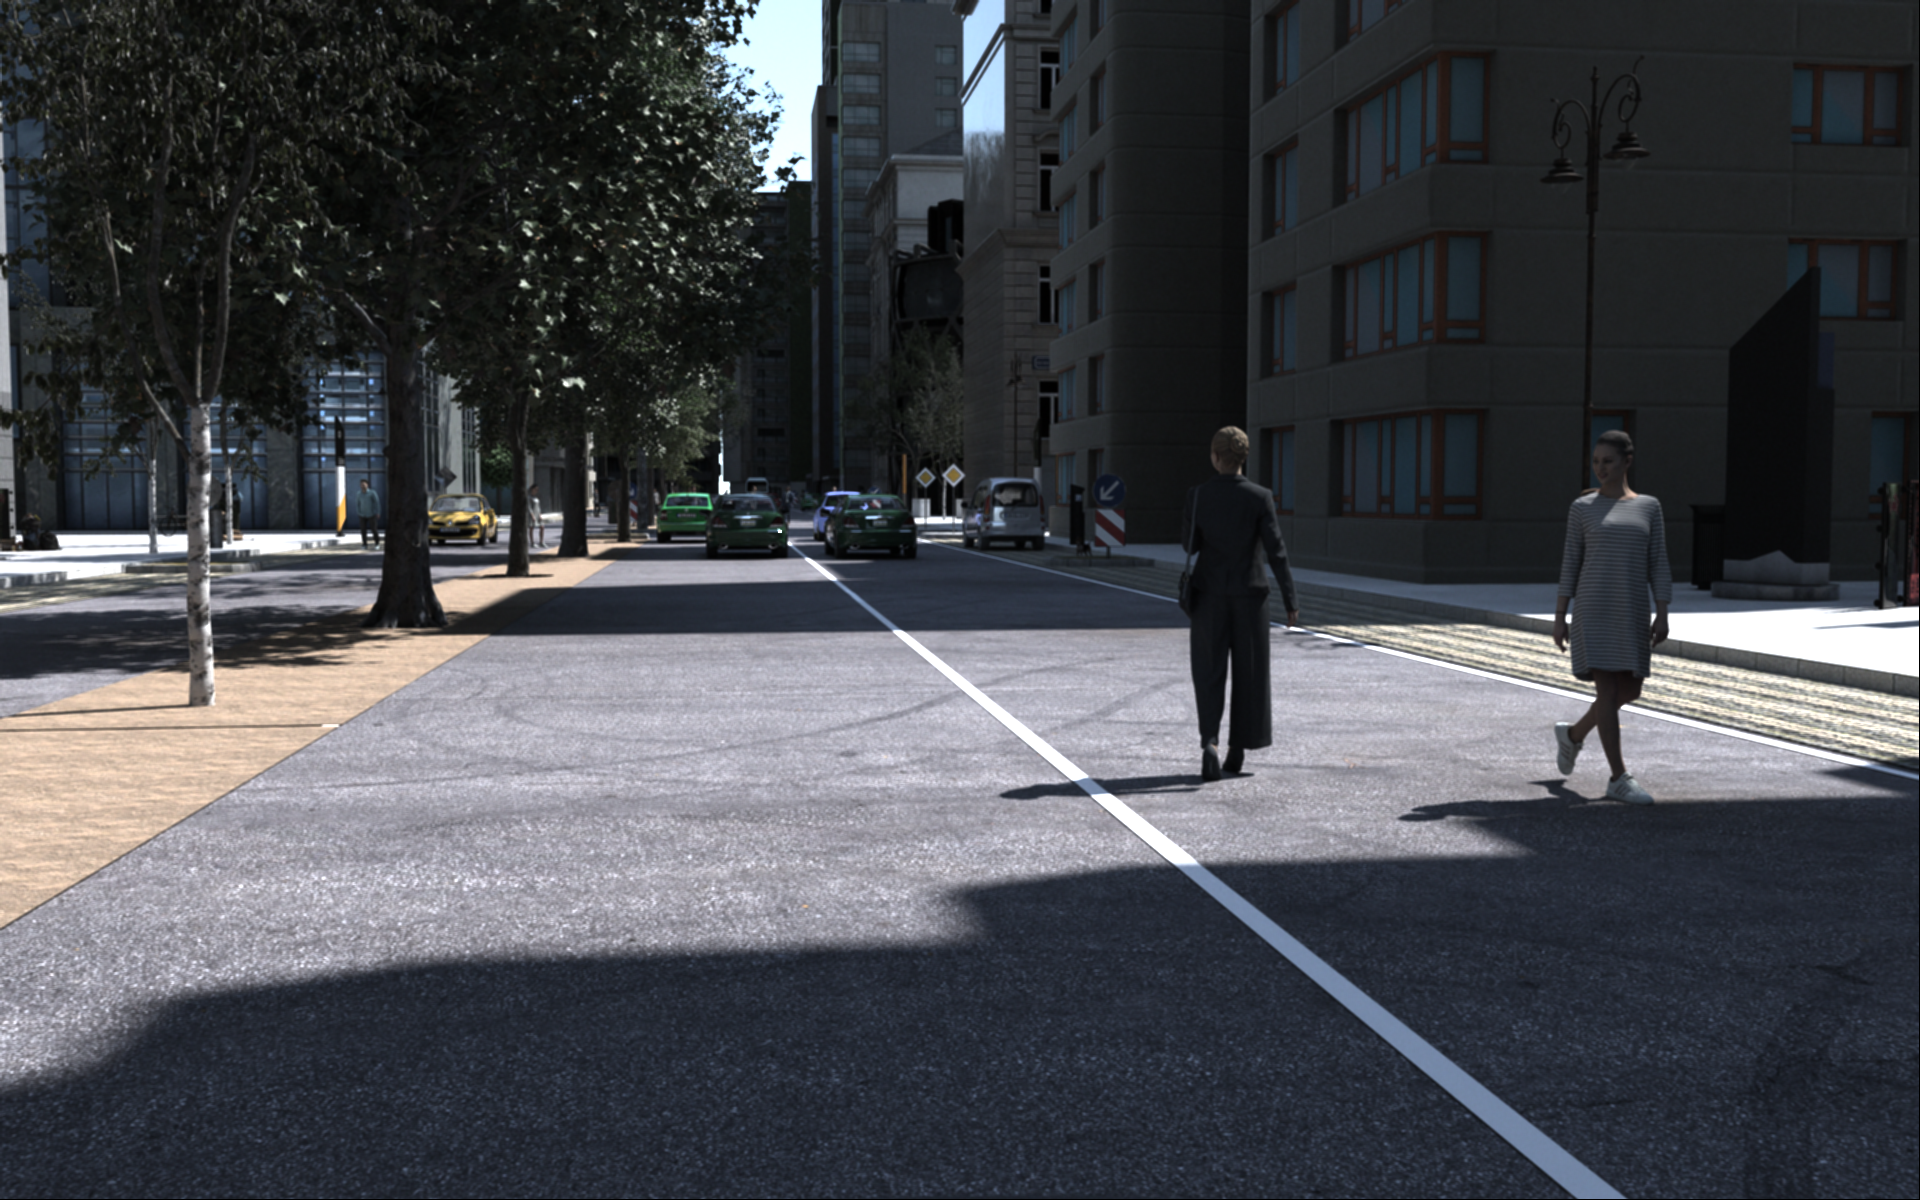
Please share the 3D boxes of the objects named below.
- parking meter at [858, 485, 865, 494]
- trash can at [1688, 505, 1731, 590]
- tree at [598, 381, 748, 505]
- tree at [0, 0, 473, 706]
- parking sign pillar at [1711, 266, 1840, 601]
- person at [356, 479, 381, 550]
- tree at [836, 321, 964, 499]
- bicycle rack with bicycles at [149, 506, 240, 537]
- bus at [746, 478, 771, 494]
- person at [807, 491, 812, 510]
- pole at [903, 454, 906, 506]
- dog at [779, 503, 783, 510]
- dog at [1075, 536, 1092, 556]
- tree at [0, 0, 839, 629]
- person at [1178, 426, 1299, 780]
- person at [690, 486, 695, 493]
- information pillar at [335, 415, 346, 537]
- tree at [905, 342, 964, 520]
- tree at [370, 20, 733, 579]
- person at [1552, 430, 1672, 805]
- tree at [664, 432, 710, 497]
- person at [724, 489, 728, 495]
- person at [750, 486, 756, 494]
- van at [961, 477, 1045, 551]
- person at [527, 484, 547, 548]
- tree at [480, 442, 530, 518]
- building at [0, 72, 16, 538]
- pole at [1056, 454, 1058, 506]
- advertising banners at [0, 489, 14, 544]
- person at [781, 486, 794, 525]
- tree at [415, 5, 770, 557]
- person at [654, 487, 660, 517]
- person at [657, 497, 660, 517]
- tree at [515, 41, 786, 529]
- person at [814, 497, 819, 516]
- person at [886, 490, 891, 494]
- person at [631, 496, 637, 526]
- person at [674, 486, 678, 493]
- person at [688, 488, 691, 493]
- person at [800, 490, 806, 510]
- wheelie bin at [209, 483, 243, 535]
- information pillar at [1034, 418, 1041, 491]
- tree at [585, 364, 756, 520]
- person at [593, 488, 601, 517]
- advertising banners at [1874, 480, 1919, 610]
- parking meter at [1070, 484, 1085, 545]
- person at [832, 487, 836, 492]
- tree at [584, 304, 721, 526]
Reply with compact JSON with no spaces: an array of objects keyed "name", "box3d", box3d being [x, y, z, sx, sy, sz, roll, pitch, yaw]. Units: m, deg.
[{"name":"parking meter","box3d":[-6.552,-6.705,115.336,0.399,1.863,0.255,-1,4,-18]},{"name":"trash can","box3d":[10.144,-0.707,23.206,0.748,1.137,0.748,0,3,0]},{"name":"tree","box3d":[-14.606,-9.066,85.104,8.767,10.594,7.601,0,4,-8]},{"name":"tree","box3d":[-5.159,-3.598,11.654,4.360,8.622,3.978,0,3,0]},{"name":"parking sign pillar","box3d":[10.062,-2.007,21.279,1.447,3.967,1.447,-1,4,-18]},{"name":"person","box3d":[-15.229,-2.210,44.652,0.660,1.820,0.620,0,4,2]},{"name":"tree","box3d":[-2.500,-9.769,94.134,8.767,10.594,7.601,-1,4,-9]},{"name":"bicycle rack with bicycles","box3d":[-22.873,-2.379,52.279,2.852,0.926,2.925,1,4,15]},{"name":"bus","box3d":[-23.951,-12.866,205.223,2.948,3.499,13.247,0,4,-6]},{"name":"person","box3d":[-13.847,-9.088,158.026,0.436,1.711,0.756,-3,4,-38]},{"name":"pole","box3d":[-2.863,-5.816,88.941,0.158,3.312,0.155,0,3,0]},{"name":"dog","box3d":[-13.121,-6.610,124.904,0.800,0.831,0.513,0,4,1]},{"name":"dog","box3d":[2.706,-1.134,37.825,0.406,0.507,0.540,0,4,-2]},{"name":"tree","box3d":[-6.015,-6.060,18.551,9.611,12.733,9.660,0,3,0]},{"name":"person","box3d":[1.393,0.009,8.773,0.576,1.772,0.534,0,4,-6]},{"name":"person","box3d":[-11.287,-3.943,73.243,0.678,1.792,0.850,-2,4,-28]},{"name":"information pillar","box3d":[-18.561,-3.701,51.862,0.183,3.616,0.504,0,4,3]},{"name":"tree","box3d":[-0.784,-8.220,84.754,4.360,8.622,3.978,0,3,0]},{"name":"tree","box3d":[-7.467,-6.184,29.314,9.928,11.665,9.643,0,3,0]},{"name":"person","box3d":[3.078,0.059,8.292,0.466,1.731,0.760,-1,4,-20]},{"name":"tree","box3d":[-18.453,-9.841,113.712,4.737,8.622,4.395,0,3,0]},{"name":"person","box3d":[-19.321,-8.296,144.013,0.599,1.838,0.709,1,4,23]},{"name":"person","box3d":[-9.637,-4.439,81.180,0.767,1.812,0.694,1,4,17]},{"name":"van","box3d":[1.102,-2.325,45.030,2.013,2.044,4.112,0,4,-8]},{"name":"person","box3d":[-11.379,-2.251,46.304,0.522,1.701,0.512,1,4,20]},{"name":"tree","box3d":[-25.061,-6.733,93.799,4.285,4.588,4.351,0,3,0]},{"name":"building","box3d":[-38.818,-30.384,38.781,28.212,58.520,21.231,0,4,-8]},{"name":"pole","box3d":[3.661,-4.307,64.255,0.158,3.312,0.155,0,3,0]},{"name":"advertising banners","box3d":[-23.434,-2.751,41.163,2.074,3.025,0.090,1,4,13]},{"name":"person","box3d":[-8.143,-4.451,81.464,0.721,1.800,0.419,1,4,12]},{"name":"tree","box3d":[-8.830,-7.952,39.123,9.857,13.997,8.962,0,3,0]},{"name":"person","box3d":[-18.884,-6.031,106.960,0.661,1.843,0.795,-2,4,-27]},{"name":"person","box3d":[-18.840,-5.829,108.476,0.373,1.253,0.362,0,4,-5]},{"name":"tree","box3d":[-13.590,-12.762,67.005,12.611,20.169,13.585,0,3,0]},{"name":"person","box3d":[-9.383,-6.105,112.997,0.332,1.250,0.352,0,4,5]},{"name":"person","box3d":[-2.908,-3.643,69.871,0.330,1.601,0.589,-1,4,-16]},{"name":"person","box3d":[-14.606,-4.251,78.102,0.616,1.811,0.778,-2,4,-32]},{"name":"person","box3d":[-10.778,-3.392,64.638,0.598,1.740,0.731,1,4,22]},{"name":"person","box3d":[-15.577,-5.565,99.827,0.374,1.781,0.599,2,4,28]},{"name":"person","box3d":[-14.173,-9.068,156.758,0.705,1.824,1.348,2,4,23]},{"name":"wheelie bin","box3d":[-20.825,-2.525,49.194,0.693,1.594,0.980,3,5,42]},{"name":"information pillar","box3d":[2.393,-3.793,53.373,0.183,3.616,0.504,-1,4,-15]},{"name":"tree","box3d":[-16.280,-11.128,94.766,12.009,13.543,11.850,0,3,0]},{"name":"person","box3d":[-22.314,-5.975,106.375,0.473,1.802,0.592,2,4,25]},{"name":"advertising banners","box3d":[10.883,-1.440,19.725,2.074,3.025,0.090,-3,5,-43]},{"name":"parking meter","box3d":[2.970,-2.165,43.816,0.372,1.533,0.369,0,3,0]},{"name":"person","box3d":[-5.789,-4.322,79.588,0.576,1.772,0.534,0,4,3]},{"name":"tree","box3d":[-13.986,-9.593,77.429,7.486,12.596,7.792,0,3,0]}]
